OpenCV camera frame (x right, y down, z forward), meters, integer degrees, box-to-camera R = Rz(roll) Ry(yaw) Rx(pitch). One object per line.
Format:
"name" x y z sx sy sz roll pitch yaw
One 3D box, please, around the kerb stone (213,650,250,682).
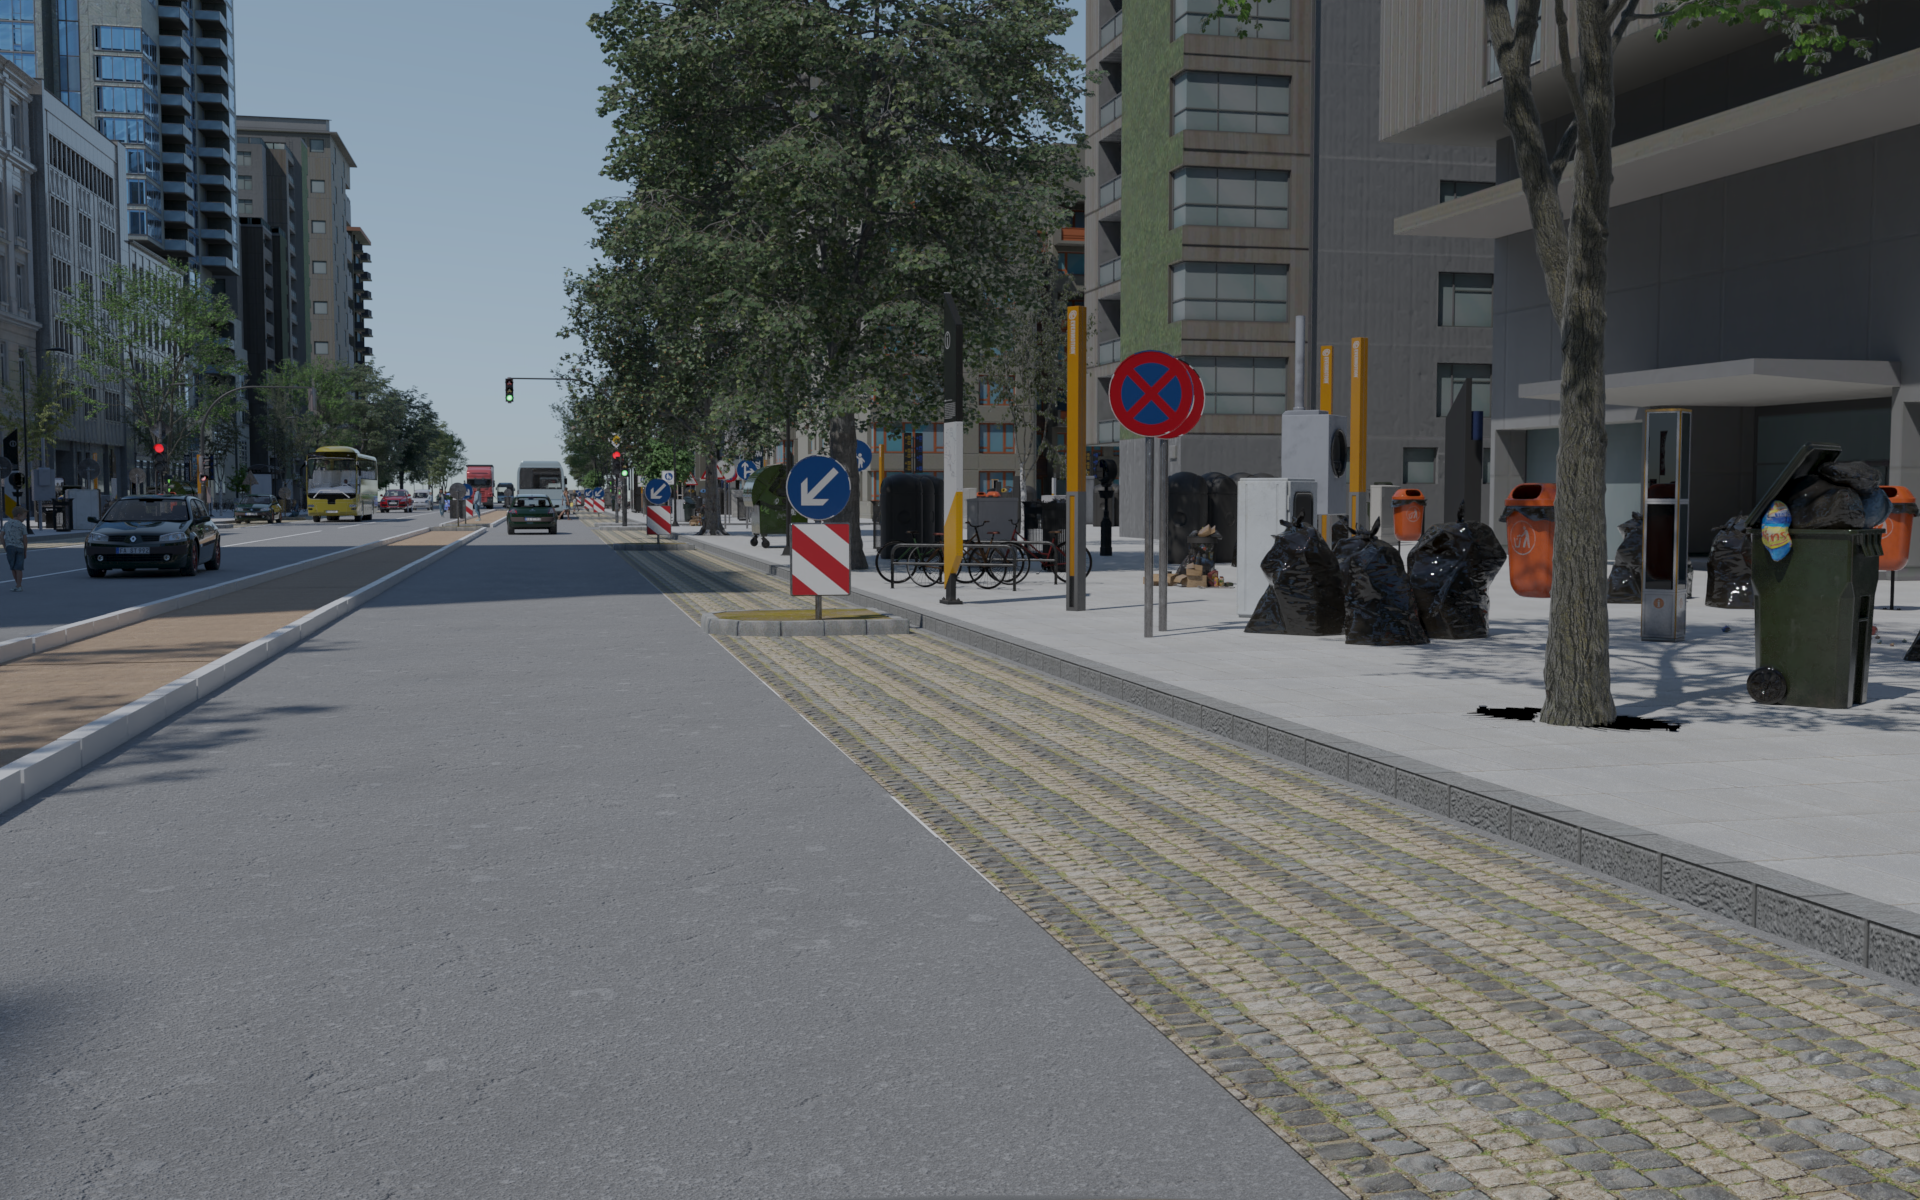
"kerb stone" -5.724 0.529 13.545 0.120 0.150 1.000 -1 4 -13

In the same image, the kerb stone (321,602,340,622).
"kerb stone" -7.148 0.163 19.531 0.120 0.150 1.000 -1 4 -13

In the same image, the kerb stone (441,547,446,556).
"kerb stone" -11.858 -1.053 39.481 0.120 0.150 1.000 -1 4 -13

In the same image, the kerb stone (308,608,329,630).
"kerb stone" -6.908 0.224 18.537 0.120 0.150 1.000 -1 4 -13

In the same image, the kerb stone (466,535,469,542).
"kerb stone" -14.456 -1.728 50.441 0.120 0.150 1.000 -1 4 -13

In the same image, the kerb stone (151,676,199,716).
"kerb stone" -5.257 0.653 11.555 0.120 0.150 1.000 -1 4 -13

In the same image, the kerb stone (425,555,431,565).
"kerb stone" -10.679 -0.746 34.489 0.120 0.150 1.000 -1 4 -13

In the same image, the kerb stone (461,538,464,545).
"kerb stone" -13.753 -1.543 47.448 0.120 0.150 1.000 -1 4 -13

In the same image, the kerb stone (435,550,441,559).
"kerb stone" -11.387 -0.935 37.483 0.120 0.150 1.000 -1 4 -13

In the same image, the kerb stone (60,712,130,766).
"kerb stone" -4.781 0.773 9.564 0.120 0.150 1.000 -1 4 -13

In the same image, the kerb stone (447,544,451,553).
"kerb stone" -12.334 -1.179 41.476 0.120 0.150 1.000 -1 4 -13

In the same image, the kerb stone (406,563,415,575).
"kerb stone" -9.739 -0.508 30.493 0.120 0.150 1.000 -1 4 -13

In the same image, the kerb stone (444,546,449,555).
"kerb stone" -12.095 -1.112 40.481 0.120 0.150 1.000 -1 4 -13

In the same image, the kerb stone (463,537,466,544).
"kerb stone" -13.981 -1.603 48.444 0.120 0.150 1.000 -1 4 -13

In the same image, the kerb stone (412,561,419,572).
"kerb stone" -9.981 -0.567 31.488 0.120 0.150 1.000 -1 4 -13

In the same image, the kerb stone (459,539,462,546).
"kerb stone" -13.513 -1.484 46.454 0.120 0.150 1.000 -1 4 -13

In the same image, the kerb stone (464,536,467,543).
"kerb stone" -14.219 -1.666 49.439 0.120 0.150 1.000 -1 4 -13

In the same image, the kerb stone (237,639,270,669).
"kerb stone" -5.962 0.468 14.539 0.120 0.150 1.000 -1 4 -13

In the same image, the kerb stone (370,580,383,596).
"kerb stone" -8.315 -0.142 24.512 0.120 0.150 1.000 -1 4 -13

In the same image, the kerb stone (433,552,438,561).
"kerb stone" -11.151 -0.874 36.487 0.120 0.150 1.000 -1 4 -13

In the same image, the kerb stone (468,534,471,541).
"kerb stone" -14.689 -1.789 51.442 0.120 0.150 1.000 -1 4 -13

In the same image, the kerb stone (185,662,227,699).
"kerb stone" -5.487 0.590 12.551 0.120 0.150 1.000 -1 4 -13

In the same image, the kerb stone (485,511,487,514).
"kerb stone" -33.381 -6.061 121.306 0.120 0.150 1.000 -1 4 -13

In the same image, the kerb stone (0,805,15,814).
"kerb stone" -4.316 0.895 7.566 0.120 0.150 1.000 -1 4 -13

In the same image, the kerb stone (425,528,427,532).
"kerb stone" -19.556 -2.490 62.907 0.120 0.150 1.000 -1 4 -13

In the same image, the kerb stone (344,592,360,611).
"kerb stone" -7.611 0.041 21.523 0.120 0.150 1.000 -1 4 -13

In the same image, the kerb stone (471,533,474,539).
"kerb stone" -15.171 -1.910 53.431 0.120 0.150 1.000 -1 4 -13

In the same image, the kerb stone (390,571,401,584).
"kerb stone" -9.025 -0.324 27.497 0.120 0.150 1.000 -1 4 -13

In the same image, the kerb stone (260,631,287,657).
"kerb stone" -6.199 0.412 15.546 0.120 0.150 1.000 -1 4 -13

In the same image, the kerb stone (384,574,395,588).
"kerb stone" -8.791 -0.263 26.502 0.120 0.150 1.000 -1 4 -13

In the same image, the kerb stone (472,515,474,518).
"kerb stone" -28.652 -4.835 101.335 0.120 0.150 1.000 -1 4 -13

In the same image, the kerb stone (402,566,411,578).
"kerb stone" -9.499 -0.443 29.496 0.120 0.150 1.000 -1 4 -13

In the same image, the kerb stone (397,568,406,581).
"kerb stone" -9.262 -0.386 28.501 0.120 0.150 1.000 -1 4 -13

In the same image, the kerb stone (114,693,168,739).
"kerb stone" -5.019 0.716 10.558 0.120 0.150 1.000 -1 4 -13

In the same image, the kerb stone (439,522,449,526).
"kerb stone" -22.759 -3.315 76.402 0.120 0.150 1.000 -1 4 -13

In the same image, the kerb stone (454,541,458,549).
"kerb stone" -13.047 -1.362 44.459 0.120 0.150 1.000 -1 4 -13

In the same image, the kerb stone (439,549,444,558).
"kerb stone" -11.623 -0.996 38.477 0.120 0.150 1.000 -1 4 -13

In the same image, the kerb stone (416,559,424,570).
"kerb stone" -10.211 -0.630 32.496 0.120 0.150 1.000 -1 4 -13

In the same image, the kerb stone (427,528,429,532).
"kerb stone" -19.800 -2.546 63.900 0.120 0.150 1.000 -1 4 -13

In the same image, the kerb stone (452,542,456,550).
"kerb stone" -12.803 -1.301 43.467 0.120 0.150 1.000 -1 4 -13

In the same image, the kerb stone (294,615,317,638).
"kerb stone" -6.666 0.287 17.537 0.120 0.150 1.000 -1 4 -13

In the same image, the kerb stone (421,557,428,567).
"kerb stone" -10.444 -0.691 33.493 0.120 0.150 1.000 -1 4 -13

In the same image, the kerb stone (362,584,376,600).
"kerb stone" -8.082 -0.081 23.514 0.120 0.150 1.000 -1 4 -13

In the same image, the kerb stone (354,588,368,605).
"kerb stone" -7.847 -0.020 22.517 0.120 0.150 1.000 -1 4 -13

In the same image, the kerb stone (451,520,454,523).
"kerb stone" -23.696 -3.556 80.388 0.120 0.150 1.000 -1 4 -13

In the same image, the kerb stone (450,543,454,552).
"kerb stone" -12.573 -1.240 42.470 0.120 0.150 1.000 -1 4 -13

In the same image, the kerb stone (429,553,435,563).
"kerb stone" -10.914 -0.809 35.493 0.120 0.150 1.000 -1 4 -13

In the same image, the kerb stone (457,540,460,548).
"kerb stone" -13.279 -1.423 45.456 0.120 0.150 1.000 -1 4 -13

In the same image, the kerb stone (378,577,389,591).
"kerb stone" -8.555 -0.200 25.507 0.120 0.150 1.000 -1 4 -13

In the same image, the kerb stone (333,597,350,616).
"kerb stone" -7.382 0.102 20.527 0.120 0.150 1.000 -1 4 -13

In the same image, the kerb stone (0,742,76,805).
"kerb stone" -4.547 0.838 8.569 0.120 0.150 1.000 -1 4 -13

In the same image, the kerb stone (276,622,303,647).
"kerb stone" -6.437 0.351 16.540 0.120 0.150 1.000 -1 4 -13

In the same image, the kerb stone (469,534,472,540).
"kerb stone" -14.927 -1.847 52.438 0.120 0.150 1.000 -1 4 -13
